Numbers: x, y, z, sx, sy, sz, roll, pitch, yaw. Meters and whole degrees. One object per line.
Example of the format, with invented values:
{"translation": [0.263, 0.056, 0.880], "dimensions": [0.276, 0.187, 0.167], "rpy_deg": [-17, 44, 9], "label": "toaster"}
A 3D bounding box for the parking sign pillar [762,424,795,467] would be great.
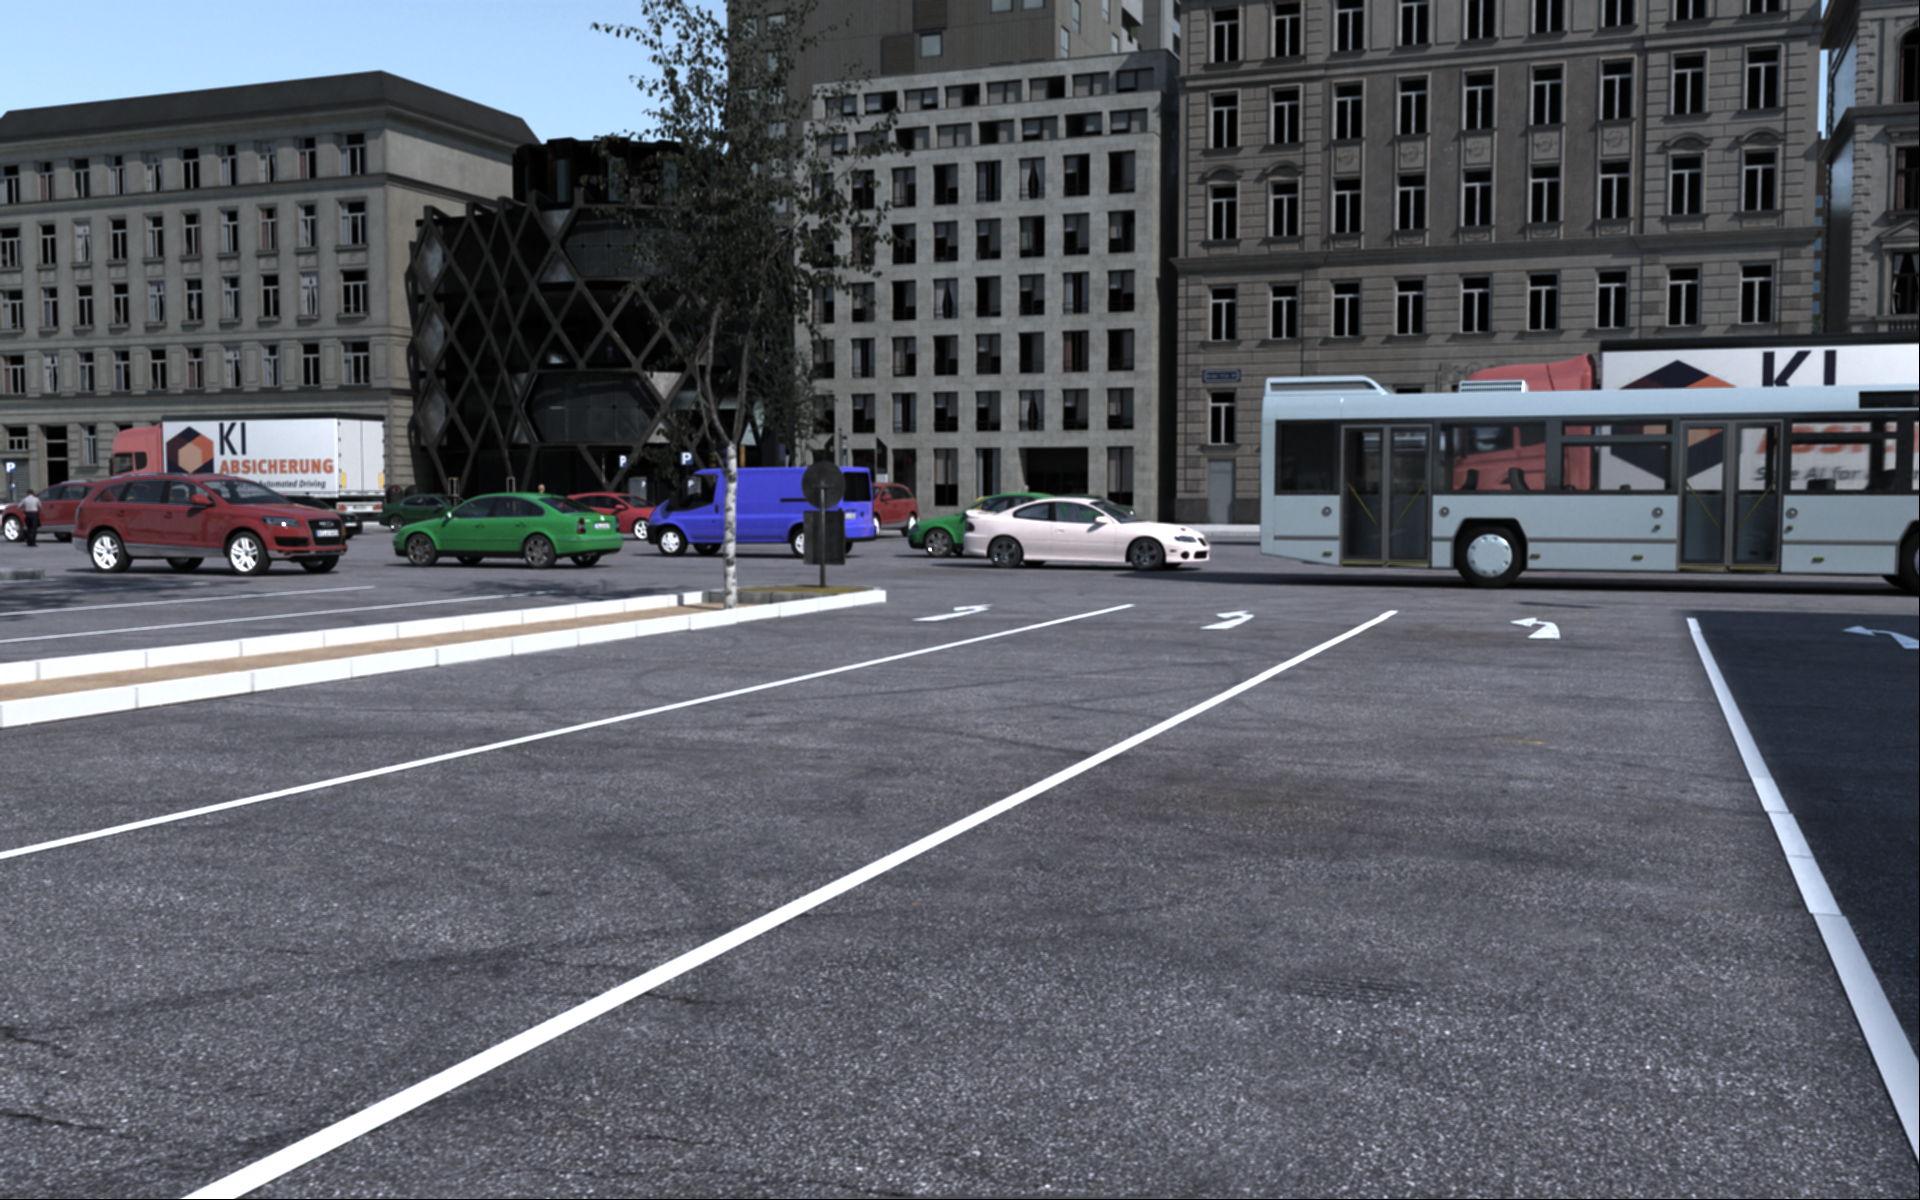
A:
{"translation": [-7.207, -4.806, 67.051], "dimensions": [1.447, 3.967, 1.447], "rpy_deg": [-2, 4, -30], "label": "parking sign pillar"}

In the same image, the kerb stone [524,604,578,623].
{"translation": [-4.671, 0.165, 19.513], "dimensions": [0.120, 0.150, 1.000], "rpy_deg": [1, 4, 21], "label": "kerb stone"}

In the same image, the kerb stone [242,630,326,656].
{"translation": [-6.161, 0.399, 15.667], "dimensions": [0.120, 0.150, 1.000], "rpy_deg": [1, 4, 21], "label": "kerb stone"}

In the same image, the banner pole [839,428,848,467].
{"translation": [-4.429, -4.624, 65.622], "dimensions": [0.401, 3.779, 0.863], "rpy_deg": [1, 4, 20], "label": "banner pole"}

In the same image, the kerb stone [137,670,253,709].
{"translation": [-5.342, 0.623, 12.014], "dimensions": [0.120, 0.150, 1.000], "rpy_deg": [1, 4, 21], "label": "kerb stone"}

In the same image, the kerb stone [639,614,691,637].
{"translation": [-3.098, 0.270, 17.789], "dimensions": [0.120, 0.150, 1.000], "rpy_deg": [1, 4, 21], "label": "kerb stone"}

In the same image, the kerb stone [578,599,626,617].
{"translation": [-4.299, 0.105, 20.476], "dimensions": [0.120, 0.150, 1.000], "rpy_deg": [1, 4, 21], "label": "kerb stone"}

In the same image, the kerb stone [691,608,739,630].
{"translation": [-2.713, 0.211, 18.747], "dimensions": [0.120, 0.150, 1.000], "rpy_deg": [1, 4, 21], "label": "kerb stone"}

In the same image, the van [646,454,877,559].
{"translation": [-4.630, -2.154, 39.607], "dimensions": [5.245, 2.365, 2.240], "rpy_deg": [1, 4, 21], "label": "van"}

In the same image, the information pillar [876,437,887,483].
{"translation": [-3.232, -4.896, 71.412], "dimensions": [0.504, 3.616, 0.183], "rpy_deg": [2, 4, 29], "label": "information pillar"}

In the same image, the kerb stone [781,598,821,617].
{"translation": [-1.967, 0.093, 20.671], "dimensions": [0.120, 0.150, 1.000], "rpy_deg": [1, 4, 21], "label": "kerb stone"}

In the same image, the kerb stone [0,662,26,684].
{"translation": [-7.294, 0.576, 12.780], "dimensions": [0.120, 0.150, 1.000], "rpy_deg": [1, 4, 21], "label": "kerb stone"}

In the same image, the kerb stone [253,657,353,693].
{"translation": [-4.959, 0.564, 12.974], "dimensions": [0.120, 0.150, 1.000], "rpy_deg": [1, 4, 21], "label": "kerb stone"}

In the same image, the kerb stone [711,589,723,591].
{"translation": [-3.178, -0.066, 23.352], "dimensions": [0.120, 0.150, 1.000], "rpy_deg": [1, 4, 21], "label": "kerb stone"}

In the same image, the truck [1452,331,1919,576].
{"translation": [14.136, -2.627, 31.869], "dimensions": [11.283, 4.237, 2.839], "rpy_deg": [1, 4, 20], "label": "truck"}

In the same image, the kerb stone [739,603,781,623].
{"translation": [-2.348, 0.152, 19.709], "dimensions": [0.120, 0.150, 1.000], "rpy_deg": [1, 4, 21], "label": "kerb stone"}

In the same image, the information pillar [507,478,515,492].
{"translation": [-20.137, -4.481, 77.749], "dimensions": [0.304, 2.012, 0.304], "rpy_deg": [0, 4, -4], "label": "information pillar"}

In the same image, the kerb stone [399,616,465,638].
{"translation": [-5.417, 0.282, 17.592], "dimensions": [0.120, 0.150, 1.000], "rpy_deg": [1, 4, 21], "label": "kerb stone"}

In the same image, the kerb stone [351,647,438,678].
{"translation": [-4.593, 0.505, 13.936], "dimensions": [0.120, 0.150, 1.000], "rpy_deg": [1, 4, 21], "label": "kerb stone"}

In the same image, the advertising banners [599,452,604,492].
{"translation": [-14.813, -4.614, 71.626], "dimensions": [0.090, 3.025, 2.074], "rpy_deg": [0, 4, -6], "label": "advertising banners"}

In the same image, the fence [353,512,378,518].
{"translation": [-25.267, -3.635, 74.807], "dimensions": [2.069, 0.683, 0.278], "rpy_deg": [-1, 4, -20], "label": "fence"}

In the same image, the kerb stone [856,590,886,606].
{"translation": [-1.224, -0.024, 22.595], "dimensions": [0.120, 0.150, 1.000], "rpy_deg": [1, 4, 21], "label": "kerb stone"}

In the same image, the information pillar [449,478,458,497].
{"translation": [-23.040, -4.547, 78.842], "dimensions": [0.304, 2.012, 0.304], "rpy_deg": [1, 4, 11], "label": "information pillar"}

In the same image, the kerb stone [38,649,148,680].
{"translation": [-6.918, 0.516, 13.752], "dimensions": [0.120, 0.150, 1.000], "rpy_deg": [1, 4, 21], "label": "kerb stone"}

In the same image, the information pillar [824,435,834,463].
{"translation": [-5.139, -4.707, 68.306], "dimensions": [0.183, 3.616, 0.504], "rpy_deg": [3, 5, 41], "label": "information pillar"}

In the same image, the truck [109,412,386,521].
{"translation": [-25.943, -4.481, 62.172], "dimensions": [11.283, 4.237, 2.839], "rpy_deg": [1, 4, 22], "label": "truck"}

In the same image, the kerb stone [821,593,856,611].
{"translation": [-1.594, 0.034, 21.635], "dimensions": [0.120, 0.150, 1.000], "rpy_deg": [1, 4, 21], "label": "kerb stone"}

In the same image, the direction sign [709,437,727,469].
{"translation": [-9.573, -4.694, 68.739], "dimensions": [0.876, 3.537, 0.379], "rpy_deg": [2, 4, 25], "label": "direction sign"}

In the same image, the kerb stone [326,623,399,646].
{"translation": [-5.796, 0.340, 16.636], "dimensions": [0.120, 0.150, 1.000], "rpy_deg": [1, 4, 21], "label": "kerb stone"}

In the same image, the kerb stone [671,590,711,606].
{"translation": [-3.553, -0.006, 22.394], "dimensions": [0.120, 0.150, 1.000], "rpy_deg": [1, 4, 21], "label": "kerb stone"}

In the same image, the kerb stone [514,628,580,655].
{"translation": [-3.839, 0.387, 15.863], "dimensions": [0.120, 0.150, 1.000], "rpy_deg": [1, 4, 21], "label": "kerb stone"}

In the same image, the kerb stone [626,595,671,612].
{"translation": [-3.924, 0.047, 21.435], "dimensions": [0.120, 0.150, 1.000], "rpy_deg": [1, 4, 21], "label": "kerb stone"}

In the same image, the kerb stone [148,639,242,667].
{"translation": [-6.547, 0.462, 14.711], "dimensions": [0.120, 0.150, 1.000], "rpy_deg": [1, 4, 21], "label": "kerb stone"}

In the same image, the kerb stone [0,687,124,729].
{"translation": [-5.711, 0.682, 11.048], "dimensions": [0.120, 0.150, 1.000], "rpy_deg": [1, 4, 21], "label": "kerb stone"}

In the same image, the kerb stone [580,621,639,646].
{"translation": [-3.467, 0.329, 16.823], "dimensions": [0.120, 0.150, 1.000], "rpy_deg": [1, 4, 21], "label": "kerb stone"}

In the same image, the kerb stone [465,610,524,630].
{"translation": [-5.050, 0.223, 18.554], "dimensions": [0.120, 0.150, 1.000], "rpy_deg": [1, 4, 21], "label": "kerb stone"}

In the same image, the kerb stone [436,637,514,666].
{"translation": [-4.213, 0.446, 14.904], "dimensions": [0.120, 0.150, 1.000], "rpy_deg": [1, 4, 21], "label": "kerb stone"}
